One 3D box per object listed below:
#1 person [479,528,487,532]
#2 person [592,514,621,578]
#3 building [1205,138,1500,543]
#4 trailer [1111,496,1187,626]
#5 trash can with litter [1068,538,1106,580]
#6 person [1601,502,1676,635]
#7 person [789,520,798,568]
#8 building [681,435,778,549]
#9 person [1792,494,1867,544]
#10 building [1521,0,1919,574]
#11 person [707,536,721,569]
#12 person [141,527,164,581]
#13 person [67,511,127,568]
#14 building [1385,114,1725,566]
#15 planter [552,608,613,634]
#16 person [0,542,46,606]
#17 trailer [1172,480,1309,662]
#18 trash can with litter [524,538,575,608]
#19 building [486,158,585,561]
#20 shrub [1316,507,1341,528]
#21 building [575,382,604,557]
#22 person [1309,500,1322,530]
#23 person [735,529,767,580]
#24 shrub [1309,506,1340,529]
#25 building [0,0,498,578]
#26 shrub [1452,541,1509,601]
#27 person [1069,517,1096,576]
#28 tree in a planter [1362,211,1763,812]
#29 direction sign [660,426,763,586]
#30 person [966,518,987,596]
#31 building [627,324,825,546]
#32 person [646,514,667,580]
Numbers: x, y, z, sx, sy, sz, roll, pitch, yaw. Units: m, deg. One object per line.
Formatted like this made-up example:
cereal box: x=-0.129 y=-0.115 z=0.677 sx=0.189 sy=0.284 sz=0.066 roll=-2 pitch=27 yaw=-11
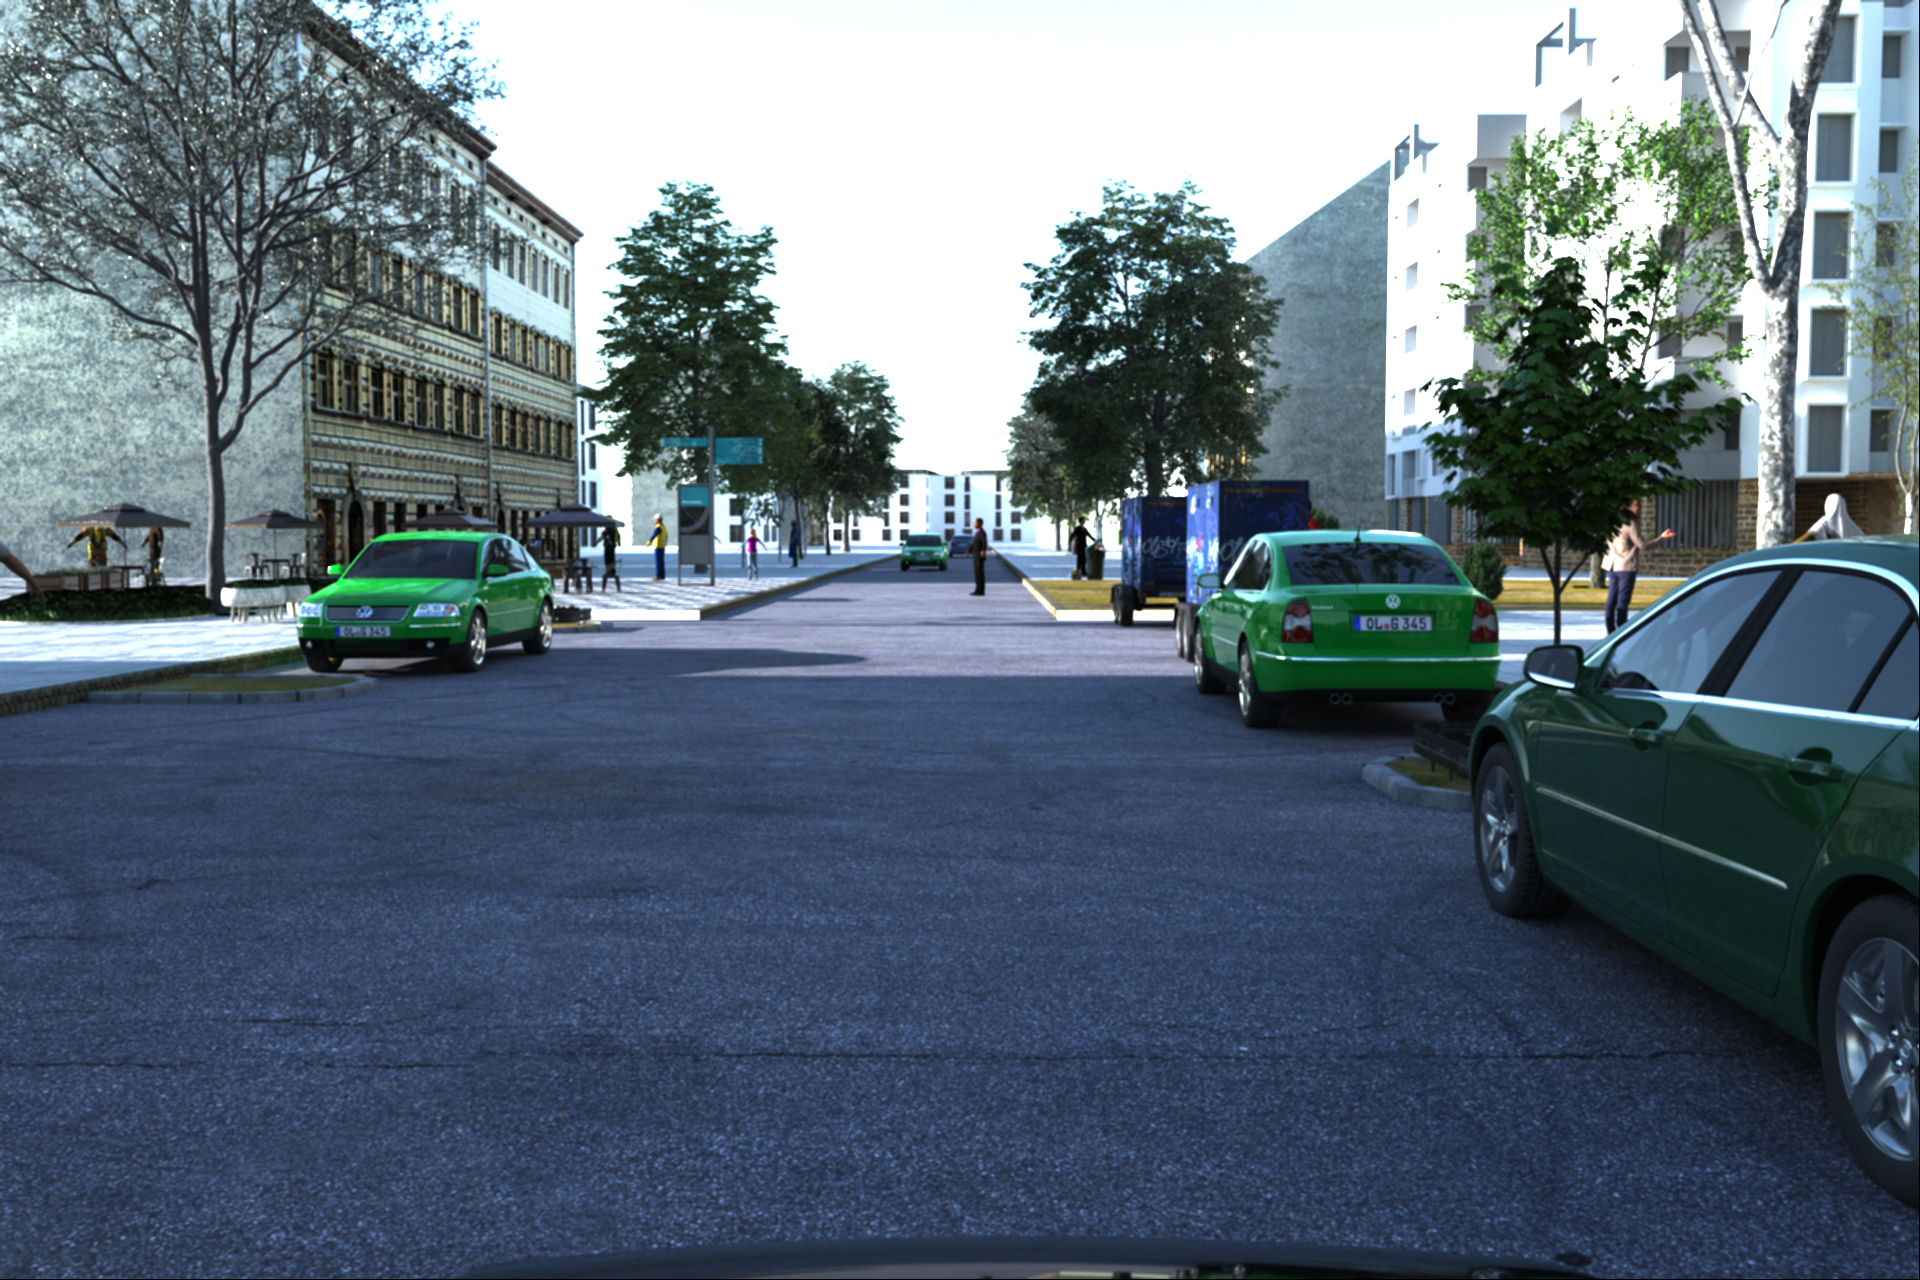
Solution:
person: x=-15.675 y=-3.091 z=57.340 sx=0.721 sy=1.733 sz=1.217 roll=1 pitch=4 yaw=15
person: x=-10.239 y=-2.736 z=50.505 sx=0.705 sy=1.856 sz=1.354 roll=1 pitch=4 yaw=23
building: x=25.553 y=-16.804 z=105.667 sx=19.493 sy=23.208 sz=18.063 roll=0 pitch=4 yaw=0
trailer: x=3.158 y=-1.274 z=27.877 sx=1.471 sy=1.999 sz=3.904 roll=0 pitch=4 yaw=-1
trash can with litter: x=3.558 y=-2.275 z=48.590 sx=1.055 sy=1.170 sz=0.624 roll=0 pitch=4 yaw=-1
person: x=8.211 y=-0.883 z=21.003 sx=0.750 sy=1.759 sz=0.617 roll=0 pitch=4 yaw=1
person: x=-6.376 y=-3.684 z=66.366 sx=0.704 sy=1.817 sz=1.347 roll=0 pitch=4 yaw=-5
building: x=-21.201 y=-13.317 z=159.873 sx=9.099 sy=9.664 sz=28.070 roll=0 pitch=3 yaw=0
person: x=9.917 y=-0.796 z=19.786 sx=1.217 sy=1.736 sz=0.721 roll=0 pitch=4 yaw=-4
building: x=26.403 y=-12.687 z=63.856 sx=16.016 sy=20.090 sz=11.380 roll=0 pitch=4 yaw=0
person: x=-9.372 y=-3.483 z=63.083 sx=1.345 sy=1.843 sz=0.704 roll=-1 pitch=4 yaw=-21
person: x=-21.741 y=-2.482 z=46.723 sx=0.704 sy=1.812 sz=1.346 roll=-3 pitch=5 yaw=-45
person: x=-21.367 y=-2.272 z=42.908 sx=1.354 sy=1.858 sz=0.705 roll=-2 pitch=4 yaw=-30
building: x=25.509 y=-13.754 z=81.299 sx=16.016 sy=20.090 sz=11.380 roll=0 pitch=4 yaw=1
planter: x=-6.284 y=-0.290 z=25.880 sx=1.991 sy=0.319 sz=1.994 roll=0 pitch=4 yaw=1
person: x=-7.221 y=-0.250 z=12.400 sx=0.705 sy=1.847 sz=1.347 roll=3 pitch=5 yaw=40
trailer: x=3.231 y=-0.813 z=20.342 sx=1.471 sy=1.999 sz=3.904 roll=0 pitch=4 yaw=0
trash can with litter: x=-6.990 y=-1.108 z=29.172 sx=1.678 sy=1.210 sz=2.233 roll=0 pitch=4 yaw=1
building: x=-28.662 y=-15.130 z=78.308 sx=19.493 sy=23.208 sz=18.063 roll=0 pitch=4 yaw=0
shrub: x=9.975 y=-2.667 z=48.020 sx=1.690 sy=2.028 sz=1.600 roll=0 pitch=3 yaw=0
building: x=-25.514 y=-9.803 z=102.426 sx=9.099 sy=9.664 sz=28.070 roll=0 pitch=4 yaw=1
person: x=4.934 y=-1.157 z=25.033 sx=0.704 sy=1.816 sz=1.345 roll=-2 pitch=4 yaw=-27
person: x=-5.881 y=-2.424 z=48.901 sx=0.991 sy=1.433 sz=0.599 roll=-2 pitch=4 yaw=-34
shrub: x=7.913 y=-2.150 z=39.571 sx=1.690 sy=2.028 sz=1.600 roll=0 pitch=3 yaw=0
building: x=-27.923 y=-13.939 z=58.834 sx=19.493 sy=23.208 sz=18.063 roll=0 pitch=4 yaw=1
shrub: x=9.609 y=-1.277 z=31.995 sx=1.383 sy=1.207 sz=1.383 roll=0 pitch=3 yaw=0
person: x=3.727 y=-2.842 z=52.651 sx=1.347 sy=1.806 sz=0.705 roll=-3 pitch=5 yaw=-45
tree in a planter: x=3.343 y=-0.760 z=9.648 sx=1.991 sy=3.239 sz=1.994 roll=0 pitch=4 yaw=0
direction sign: x=-6.121 y=-3.340 z=43.370 sx=2.525 sy=3.948 sz=1.411 roll=0 pitch=4 yaw=1
person: x=0.420 y=-1.939 z=40.384 sx=0.704 sy=1.802 sz=1.346 roll=-1 pitch=4 yaw=-16
building: x=-24.817 y=-21.855 z=188.263 sx=19.493 sy=23.208 sz=18.063 roll=0 pitch=4 yaw=1
person: x=-8.405 y=-2.587 z=48.273 sx=0.705 sy=1.833 sz=1.349 roll=1 pitch=4 yaw=12
